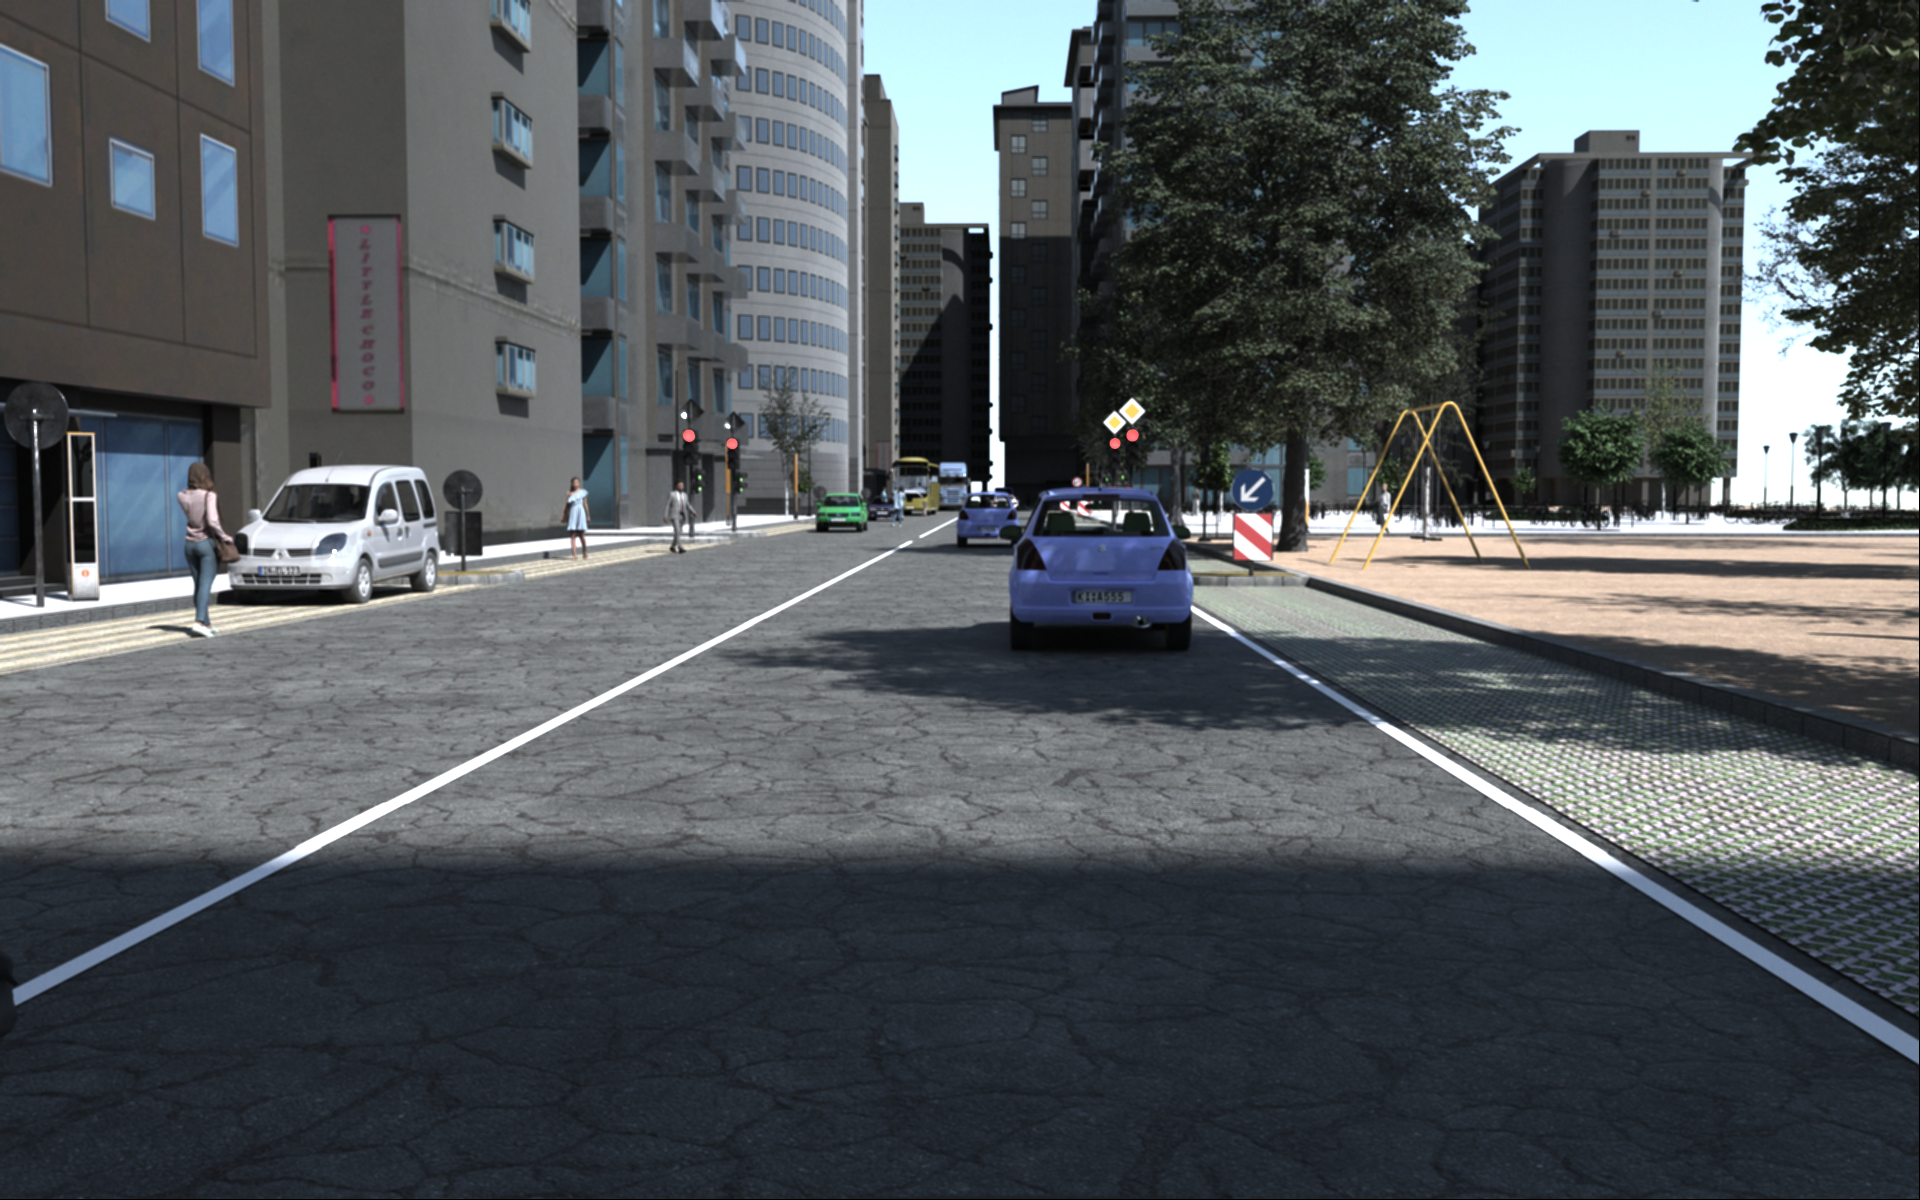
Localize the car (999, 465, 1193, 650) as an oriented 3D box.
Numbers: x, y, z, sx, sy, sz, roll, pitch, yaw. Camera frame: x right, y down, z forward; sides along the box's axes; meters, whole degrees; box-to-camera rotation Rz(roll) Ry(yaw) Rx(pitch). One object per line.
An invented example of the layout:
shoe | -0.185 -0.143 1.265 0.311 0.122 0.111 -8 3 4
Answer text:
car | 1.351 -0.468 17.244 1.945 1.707 3.694 0 4 3

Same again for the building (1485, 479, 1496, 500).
building | 68.059 -27.624 223.350 14.107 30.474 14.160 0 4 1

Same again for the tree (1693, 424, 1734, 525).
tree | 30.860 -5.491 73.494 4.285 4.588 4.351 0 3 0

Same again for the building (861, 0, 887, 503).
building | -17.955 -44.982 173.709 20.563 71.187 20.611 0 4 1

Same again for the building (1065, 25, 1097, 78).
building | 26.341 -36.972 193.728 28.713 52.752 27.495 0 4 1

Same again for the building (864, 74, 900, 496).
building | -18.038 -35.114 197.819 21.600 48.544 21.300 0 4 1

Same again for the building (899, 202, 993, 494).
building | -7.563 -33.110 233.223 23.993 40.220 32.217 0 4 1

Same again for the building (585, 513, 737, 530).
building | -21.409 -27.773 73.698 23.786 49.044 30.456 0 4 1

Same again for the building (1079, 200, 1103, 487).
building | 18.783 -24.475 171.859 14.160 30.474 14.107 0 4 1

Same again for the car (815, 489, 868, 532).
car | -4.505 -3.518 66.315 1.959 1.807 4.718 0 4 0

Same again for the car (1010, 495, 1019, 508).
car | 3.084 -6.614 120.496 2.083 1.381 4.827 0 4 0

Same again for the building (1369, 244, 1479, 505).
building | 51.151 -26.250 200.896 14.107 30.474 14.160 0 4 1

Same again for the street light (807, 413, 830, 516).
street light | -8.085 -7.741 99.099 1.470 5.913 1.316 0 4 1

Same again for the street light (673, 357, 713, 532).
street light | -9.090 -5.286 58.973 1.470 5.913 1.316 0 4 1

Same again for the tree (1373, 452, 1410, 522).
tree | 19.885 -5.199 79.612 1.663 3.219 1.824 0 3 0

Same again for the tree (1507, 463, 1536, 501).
tree | 34.863 -6.869 106.912 1.663 3.219 1.824 0 3 0

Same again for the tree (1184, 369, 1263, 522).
tree | 11.663 -7.847 78.655 4.737 8.622 4.395 0 3 0

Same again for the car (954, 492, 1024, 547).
car | 0.790 -2.334 47.757 1.945 1.707 3.694 0 4 1

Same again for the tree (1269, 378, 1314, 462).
tree | 18.642 -8.915 96.123 4.360 8.622 3.978 0 3 0

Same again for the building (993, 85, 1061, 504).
building | 18.200 -39.293 231.676 27.495 52.752 28.713 0 4 1

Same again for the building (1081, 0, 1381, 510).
building | 22.760 -32.370 148.862 23.786 49.044 30.456 0 4 1

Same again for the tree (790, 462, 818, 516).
tree | -9.198 -6.617 102.784 1.663 3.219 1.824 0 3 0

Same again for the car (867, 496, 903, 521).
car | -3.998 -4.917 92.972 1.945 1.354 3.894 0 4 2

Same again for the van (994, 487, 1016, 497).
van | 4.078 -9.546 160.465 2.240 2.365 5.245 0 4 3

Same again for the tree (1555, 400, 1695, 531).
tree | 22.326 -4.695 60.479 4.285 4.588 4.351 0 3 0

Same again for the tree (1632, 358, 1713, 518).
tree | 37.920 -8.720 92.928 4.737 8.622 4.395 0 3 0

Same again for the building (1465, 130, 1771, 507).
building | 70.260 -30.523 190.939 23.993 40.220 32.217 0 4 1

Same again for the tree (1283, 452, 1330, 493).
tree | 25.243 -8.679 125.623 4.285 4.588 4.351 0 3 0

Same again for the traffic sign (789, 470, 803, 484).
traffic sign | -8.563 -5.530 90.524 0.768 2.556 0.104 0 4 4

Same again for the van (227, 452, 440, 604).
van | -8.511 -1.024 23.758 2.013 2.044 4.112 0 4 1

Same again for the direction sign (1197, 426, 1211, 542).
direction sign | 6.605 -3.347 46.717 0.379 3.537 0.876 0 4 -7

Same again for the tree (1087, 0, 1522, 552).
tree | 7.410 -8.054 38.344 9.857 13.997 8.962 0 3 0

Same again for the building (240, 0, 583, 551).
building | -22.130 -25.488 40.426 21.600 48.544 21.300 0 4 1

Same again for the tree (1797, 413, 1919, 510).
tree | 63.184 -9.479 117.891 11.467 7.101 20.602 0 4 0

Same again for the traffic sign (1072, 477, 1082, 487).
traffic sign | 8.755 -7.911 129.454 0.768 2.556 0.104 1 4 9

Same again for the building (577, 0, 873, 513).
building | -20.023 -32.375 148.944 23.786 49.044 30.456 0 4 1

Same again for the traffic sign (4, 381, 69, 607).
traffic sign | -10.417 -1.189 19.545 0.768 2.556 0.104 0 4 5

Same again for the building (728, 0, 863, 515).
building | -18.249 -35.143 116.582 21.231 58.520 28.212 0 4 1

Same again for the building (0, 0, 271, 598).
building | -18.497 -22.659 20.591 14.600 45.320 14.200 0 4 1

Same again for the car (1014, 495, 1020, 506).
car | 5.965 -11.546 201.146 2.083 1.381 4.827 0 4 0

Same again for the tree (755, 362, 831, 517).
tree | -9.434 -8.868 95.347 4.360 8.622 3.978 0 3 0
